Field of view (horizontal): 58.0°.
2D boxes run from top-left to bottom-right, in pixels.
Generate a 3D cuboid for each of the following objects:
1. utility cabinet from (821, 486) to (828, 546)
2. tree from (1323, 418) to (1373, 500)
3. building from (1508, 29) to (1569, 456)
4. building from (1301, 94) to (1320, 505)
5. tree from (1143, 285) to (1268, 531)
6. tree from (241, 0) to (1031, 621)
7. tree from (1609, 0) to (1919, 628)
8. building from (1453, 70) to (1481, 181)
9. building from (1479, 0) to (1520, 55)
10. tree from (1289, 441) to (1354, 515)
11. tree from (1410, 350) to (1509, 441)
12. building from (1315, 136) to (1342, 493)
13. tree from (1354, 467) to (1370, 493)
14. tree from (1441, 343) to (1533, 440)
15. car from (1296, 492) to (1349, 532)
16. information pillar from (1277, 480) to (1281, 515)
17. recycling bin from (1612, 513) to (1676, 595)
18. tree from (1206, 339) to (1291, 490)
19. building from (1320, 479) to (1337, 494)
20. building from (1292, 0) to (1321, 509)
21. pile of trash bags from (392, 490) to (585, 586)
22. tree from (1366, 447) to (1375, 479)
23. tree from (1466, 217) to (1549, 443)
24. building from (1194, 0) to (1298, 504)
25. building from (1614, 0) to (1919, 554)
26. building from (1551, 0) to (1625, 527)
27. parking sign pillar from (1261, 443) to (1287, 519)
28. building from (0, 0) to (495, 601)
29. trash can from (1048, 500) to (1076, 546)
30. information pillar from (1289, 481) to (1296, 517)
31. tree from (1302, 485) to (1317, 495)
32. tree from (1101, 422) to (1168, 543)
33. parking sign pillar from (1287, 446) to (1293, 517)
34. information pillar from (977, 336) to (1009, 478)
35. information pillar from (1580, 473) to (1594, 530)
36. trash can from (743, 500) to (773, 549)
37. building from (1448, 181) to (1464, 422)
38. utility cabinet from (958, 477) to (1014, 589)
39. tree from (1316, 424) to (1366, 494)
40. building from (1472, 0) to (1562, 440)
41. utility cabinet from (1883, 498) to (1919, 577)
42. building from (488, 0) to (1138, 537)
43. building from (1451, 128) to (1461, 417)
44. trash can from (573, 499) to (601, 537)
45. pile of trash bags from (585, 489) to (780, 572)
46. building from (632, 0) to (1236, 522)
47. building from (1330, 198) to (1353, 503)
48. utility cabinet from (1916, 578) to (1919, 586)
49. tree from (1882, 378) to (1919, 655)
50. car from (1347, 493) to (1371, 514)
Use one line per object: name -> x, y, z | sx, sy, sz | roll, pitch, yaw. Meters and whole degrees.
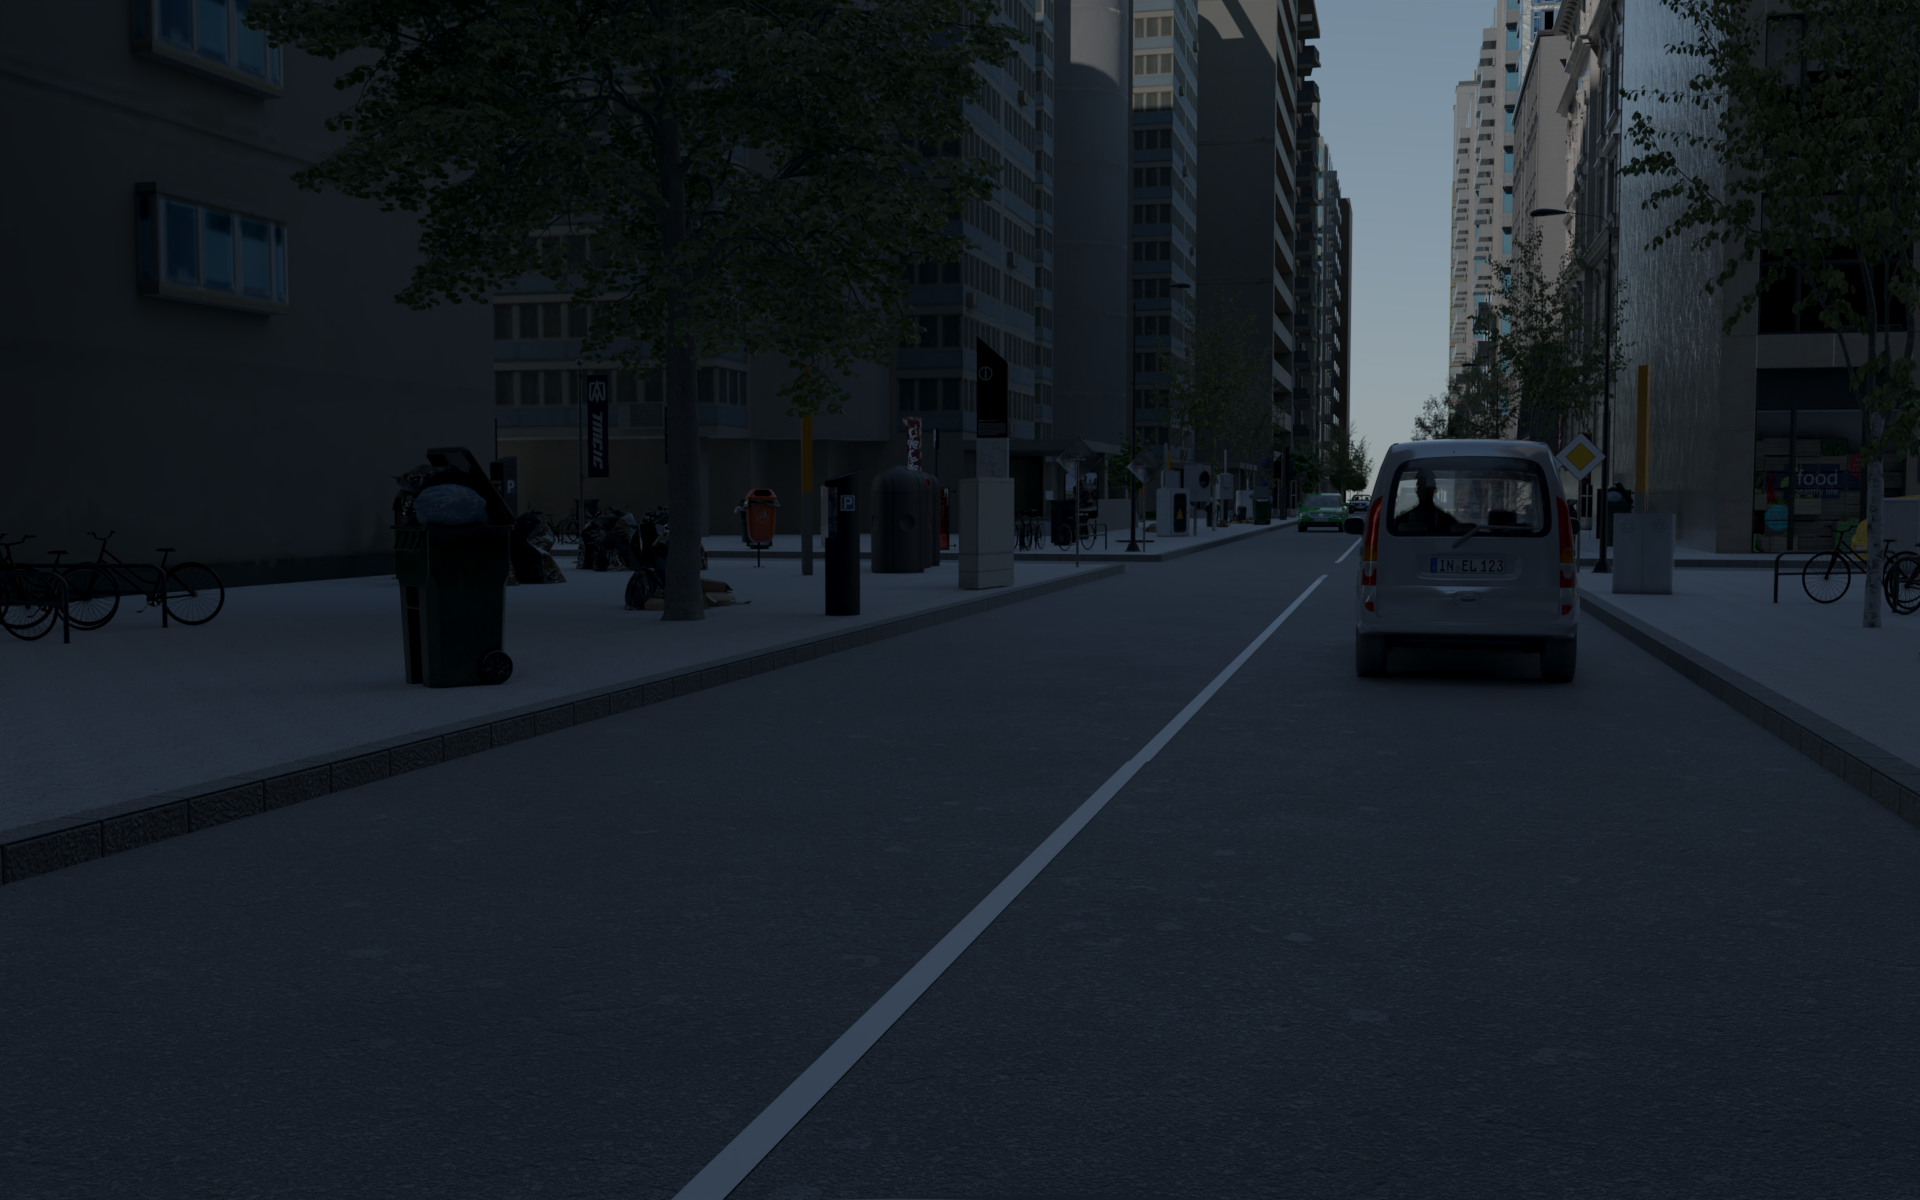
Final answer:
utility cabinet -> -3.042, -2.011, 41.560 | 0.318, 1.500, 1.173 | -1, 4, -21
tree -> 37.355, -13.316, 168.075 | 4.737, 8.622, 4.395 | 0, 3, 0
building -> 38.002, -18.408, 94.485 | 14.314, 27.812, 24.014 | 1, 4, 14
building -> 27.496, -29.724, 169.580 | 14.154, 41.232, 14.086 | 1, 4, 14
tree -> 8.634, -6.713, 60.120 | 4.737, 8.622, 4.395 | 0, 3, 0
tree -> -3.143, -6.087, 17.642 | 7.486, 12.596, 7.792 | 0, 3, 0
tree -> 8.552, -4.040, 16.421 | 4.737, 8.622, 4.395 | 0, 3, 0
building -> 80.445, -43.021, 245.389 | 21.231, 58.520, 28.212 | 1, 4, 14
building -> 59.663, -33.137, 161.400 | 23.786, 49.044, 30.456 | 1, 4, 14
tree -> 20.957, -7.519, 106.648 | 4.285, 4.588, 4.351 | 0, 3, 0
tree -> 33.485, -10.942, 113.320 | 8.767, 10.594, 7.601 | 2, 4, 26
building -> 39.822, -37.623, 234.749 | 23.786, 49.044, 30.456 | 1, 4, 14
tree -> 38.442, -11.612, 173.572 | 4.285, 4.588, 4.351 | 0, 3, 0
tree -> 24.950, -8.036, 81.758 | 4.360, 8.622, 3.978 | 0, 3, 0
car -> 13.934, -3.525, 66.437 | 1.959, 1.807, 4.718 | 1, 4, 14
information pillar -> 17.268, -5.435, 93.350 | 0.304, 2.012, 0.304 | 0, 4, -1
recycling bin -> 8.879, -0.607, 22.481 | 0.722, 1.027, 0.722 | 2, 4, 24
tree -> 13.530, -7.989, 80.987 | 4.360, 8.622, 3.978 | 0, 3, 0
building -> 29.300, -31.652, 209.390 | 32.217, 40.220, 23.993 | 1, 4, 14
building -> 19.220, -30.238, 149.017 | 22.147, 44.769, 28.867 | 1, 4, 14
pile of trash bags -> -7.326, -0.953, 25.331 | 3.447, 1.369, 1.912 | 3, 5, 44
tree -> 61.197, -19.205, 264.367 | 4.360, 8.622, 3.978 | 0, 3, 0
tree -> 15.808, -5.881, 46.518 | 4.737, 8.622, 4.395 | 0, 3, 0
building -> 12.518, -30.595, 123.929 | 21.300, 48.544, 21.600 | 1, 4, 14
building -> 35.134, -14.498, 41.558 | 34.151, 26.468, 19.350 | 1, 4, 14
building -> 32.265, -17.349, 71.053 | 14.401, 28.519, 23.554 | 1, 4, 14
parking sign pillar -> 16.122, -6.260, 90.821 | 1.447, 3.967, 1.447 | 1, 4, 21
building -> -21.015, -24.330, 21.495 | 21.600, 48.544, 21.300 | 1, 4, 14
trash can -> 2.566, -1.929, 43.190 | 0.748, 1.137, 0.748 | 0, 3, 0
information pillar -> 18.329, -5.558, 95.362 | 0.304, 2.012, 0.304 | 0, 4, -3
tree -> 25.171, -8.035, 125.977 | 1.663, 3.219, 1.824 | 0, 3, 0
tree -> 4.531, -3.150, 46.109 | 1.663, 3.219, 1.824 | 0, 3, 0
parking sign pillar -> 18.420, -6.745, 98.759 | 1.447, 3.967, 1.447 | -2, 4, -27
information pillar -> 0.468, -2.096, 25.620 | 0.504, 3.616, 0.183 | 1, 4, 13
information pillar -> 22.241, -3.484, 61.459 | 0.304, 2.012, 0.304 | -2, 4, -29
trash can -> -4.668, -1.751, 40.289 | 0.748, 1.137, 0.748 | 0, 3, 0
building -> 71.196, -33.205, 226.494 | 14.154, 41.232, 14.086 | 1, 4, 14
utility cabinet -> 0.355, -0.915, 23.631 | 0.318, 1.500, 1.173 | 2, 4, 26
tree -> 39.102, -14.040, 179.914 | 4.360, 8.622, 3.978 | 0, 3, 0
building -> 51.348, -50.014, 130.399 | 22.319, 86.520, 31.000 | 1, 4, 14
utility cabinet -> 15.207, -1.017, 27.790 | 1.020, 1.237, 0.306 | 0, 4, 5
building -> -10.481, -22.669, 62.513 | 32.217, 40.220, 23.993 | 1, 4, 14
building -> 69.766, -35.723, 203.671 | 23.786, 49.044, 30.456 | 1, 4, 14
trash can -> -10.336, -2.222, 47.991 | 0.748, 1.137, 0.748 | 0, 3, 0
pile of trash bags -> -4.813, -1.222, 29.729 | 3.447, 1.369, 1.912 | -1, 4, -16
building -> 0.918, -25.081, 101.959 | 32.217, 40.220, 23.993 | 1, 4, 14
building -> 50.429, -37.044, 255.772 | 14.600, 45.320, 14.200 | 1, 4, 14
utility cabinet -> 13.838, -0.800, 24.244 | 1.020, 1.237, 0.306 | -2, 4, -29
tree -> 7.839, -1.123, 12.960 | 1.663, 3.219, 1.824 | 0, 3, 0
car -> 29.343, -7.143, 126.570 | 2.009, 1.686, 4.222 | 1, 4, 15
